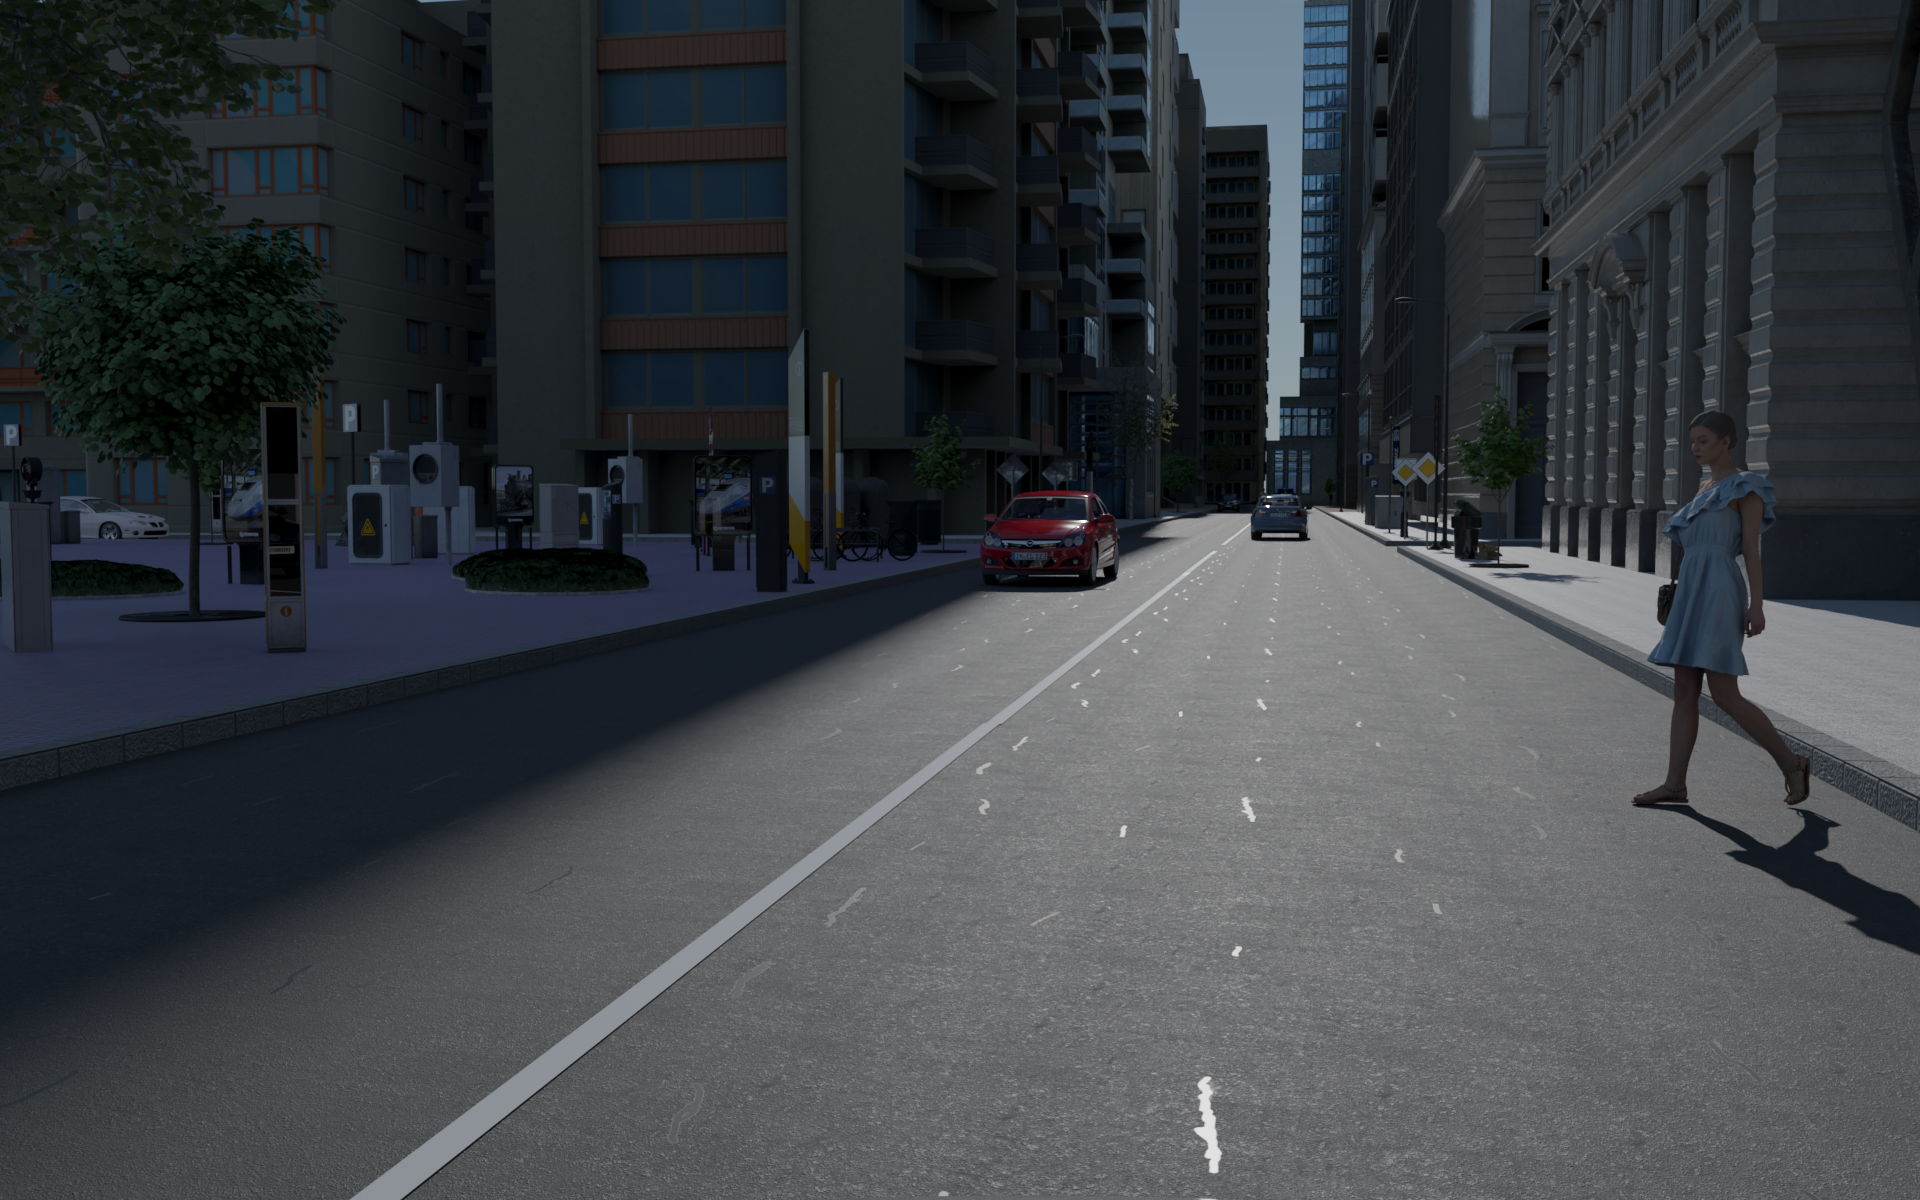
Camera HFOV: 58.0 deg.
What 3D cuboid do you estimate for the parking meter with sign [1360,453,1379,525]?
[{"bbox_3d":[17.104,-4.632,71.999,0.543,3.016,1.738,0,4,-1],"label":"parking meter with sign"}]

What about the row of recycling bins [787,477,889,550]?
[{"bbox_3d":[-3.179,-2.077,41.078,3.534,1.692,1.069,-3,4,-38],"label":"row of recycling bins"}]

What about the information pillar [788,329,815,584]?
[{"bbox_3d":[-2.297,-2.047,24.820,0.183,3.616,0.504,-2,4,-34],"label":"information pillar"}]

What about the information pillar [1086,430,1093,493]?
[{"bbox_3d":[4.791,-4.439,63.938,0.183,3.616,0.504,-1,4,-15],"label":"information pillar"}]

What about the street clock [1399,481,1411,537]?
[{"bbox_3d":[13.207,-2.867,51.443,0.358,2.002,0.471,0,4,-8],"label":"street clock"}]

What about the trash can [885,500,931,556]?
[{"bbox_3d":[-1.189,-1.492,36.046,0.748,1.137,0.748,0,3,0],"label":"trash can"}]

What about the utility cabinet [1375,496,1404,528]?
[{"bbox_3d":[16.069,-3.282,64.822,1.020,1.237,0.306,-1,4,-9],"label":"utility cabinet"}]

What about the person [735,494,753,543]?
[{"bbox_3d":[-6.031,-2.400,48.010,0.573,1.790,0.520,0,4,-4],"label":"person"}]

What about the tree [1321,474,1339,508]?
[{"bbox_3d":[34.681,-10.304,163.079,1.663,3.219,1.824,0,3,0],"label":"tree"}]

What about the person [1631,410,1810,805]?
[{"bbox_3d":[3.486,0.038,7.967,0.778,1.811,0.616,0,4,2],"label":"person"}]

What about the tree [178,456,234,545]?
[{"bbox_3d":[-18.879,-3.016,43.906,1.663,3.219,1.824,0,3,0],"label":"tree"}]

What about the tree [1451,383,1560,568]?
[{"bbox_3d":[9.367,-2.192,30.436,1.663,3.219,1.824,0,3,0],"label":"tree"}]

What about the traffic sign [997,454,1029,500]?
[{"bbox_3d":[1.302,-2.399,42.871,0.795,2.450,0.064,1,4,11],"label":"traffic sign"}]

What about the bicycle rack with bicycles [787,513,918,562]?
[{"bbox_3d":[-2.270,-1.218,33.299,2.925,0.926,2.852,0,4,1],"label":"bicycle rack with bicycles"}]

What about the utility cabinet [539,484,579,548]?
[{"bbox_3d":[-8.574,-1.740,37.130,0.318,1.500,1.173,1,4,16],"label":"utility cabinet"}]

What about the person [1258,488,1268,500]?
[{"bbox_3d":[17.422,-5.567,99.715,0.606,1.804,0.583,0,4,-7],"label":"person"}]

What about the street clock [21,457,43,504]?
[{"bbox_3d":[-18.203,-1.800,34.006,0.471,2.002,0.358,3,5,40],"label":"street clock"}]

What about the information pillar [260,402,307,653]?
[{"bbox_3d":[-5.498,-0.586,14.076,0.304,2.012,0.304,-2,4,-23],"label":"information pillar"}]

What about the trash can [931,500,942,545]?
[{"bbox_3d":[-0.774,-1.956,43.642,0.748,1.137,0.748,0,3,0],"label":"trash can"}]

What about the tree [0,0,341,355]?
[{"bbox_3d":[-7.170,-5.550,8.862,7.486,12.596,7.792,0,3,0],"label":"tree"}]

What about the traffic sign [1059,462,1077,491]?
[{"bbox_3d":[3.377,-3.202,54.474,0.606,2.300,0.079,1,4,17],"label":"traffic sign"}]

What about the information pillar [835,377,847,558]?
[{"bbox_3d":[-2.542,-2.669,34.991,0.504,3.616,0.183,3,5,40],"label":"information pillar"}]

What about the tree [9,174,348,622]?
[{"bbox_3d":[-7.977,-2.085,17.801,4.285,4.588,4.351,0,3,0],"label":"tree"}]

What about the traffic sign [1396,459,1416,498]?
[{"bbox_3d":[12.830,-2.921,49.884,0.606,2.300,0.079,1,4,11],"label":"traffic sign"}]

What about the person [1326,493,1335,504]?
[{"bbox_3d":[43.154,-11.752,201.476,1.217,1.723,0.721,1,4,20],"label":"person"}]

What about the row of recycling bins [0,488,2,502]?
[{"bbox_3d":[-26.356,-2.267,44.181,3.534,1.692,1.069,-1,4,-12],"label":"row of recycling bins"}]

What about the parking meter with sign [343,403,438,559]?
[{"bbox_3d":[-11.171,-2.314,34.092,0.543,3.016,1.738,3,5,42],"label":"parking meter with sign"}]

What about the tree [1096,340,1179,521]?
[{"bbox_3d":[8.391,-8.152,83.650,4.360,8.622,3.978,0,3,0],"label":"tree"}]

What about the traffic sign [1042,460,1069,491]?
[{"bbox_3d":[2.790,-2.879,50.717,0.795,2.450,0.064,1,4,11],"label":"traffic sign"}]

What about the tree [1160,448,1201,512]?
[{"bbox_3d":[15.438,-8.543,123.385,4.285,4.588,4.351,0,3,0],"label":"tree"}]

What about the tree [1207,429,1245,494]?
[{"bbox_3d":[30.289,-15.117,197.516,4.360,8.622,3.978,0,3,0],"label":"tree"}]

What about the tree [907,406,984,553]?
[{"bbox_3d":[-0.245,-2.651,37.951,1.663,3.219,1.824,0,3,0],"label":"tree"}]

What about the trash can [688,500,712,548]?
[{"bbox_3d":[-6.158,-1.830,41.578,0.748,1.137,0.748,0,3,0],"label":"trash can"}]

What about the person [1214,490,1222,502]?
[{"bbox_3d":[30.714,-12.054,205.218,1.348,1.869,0.705,2,4,33],"label":"person"}]

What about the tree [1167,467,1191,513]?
[{"bbox_3d":[15.350,-7.692,120.362,1.663,3.219,1.824,0,3,0],"label":"tree"}]

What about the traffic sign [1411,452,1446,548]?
[{"bbox_3d":[11.069,-2.285,41.005,0.795,2.450,0.064,1,4,11],"label":"traffic sign"}]

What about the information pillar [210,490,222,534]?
[{"bbox_3d":[-24.168,-3.164,56.226,0.304,2.012,0.304,-2,4,-34],"label":"information pillar"}]

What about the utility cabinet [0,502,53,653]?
[{"bbox_3d":[-7.797,-0.202,14.468,0.306,1.237,1.020,-2,4,-33],"label":"utility cabinet"}]

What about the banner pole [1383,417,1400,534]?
[{"bbox_3d":[14.044,-4.042,56.102,0.401,3.779,0.863,-1,4,-13],"label":"banner pole"}]

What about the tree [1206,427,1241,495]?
[{"bbox_3d":[28.948,-14.723,191.075,4.737,8.622,4.395,0,3,0],"label":"tree"}]

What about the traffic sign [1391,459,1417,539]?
[{"bbox_3d":[12.557,-2.765,48.851,0.795,2.450,0.064,1,4,11],"label":"traffic sign"}]

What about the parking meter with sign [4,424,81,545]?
[{"bbox_3d":[-23.244,-2.917,43.958,0.543,3.016,1.738,2,4,25],"label":"parking meter with sign"}]
